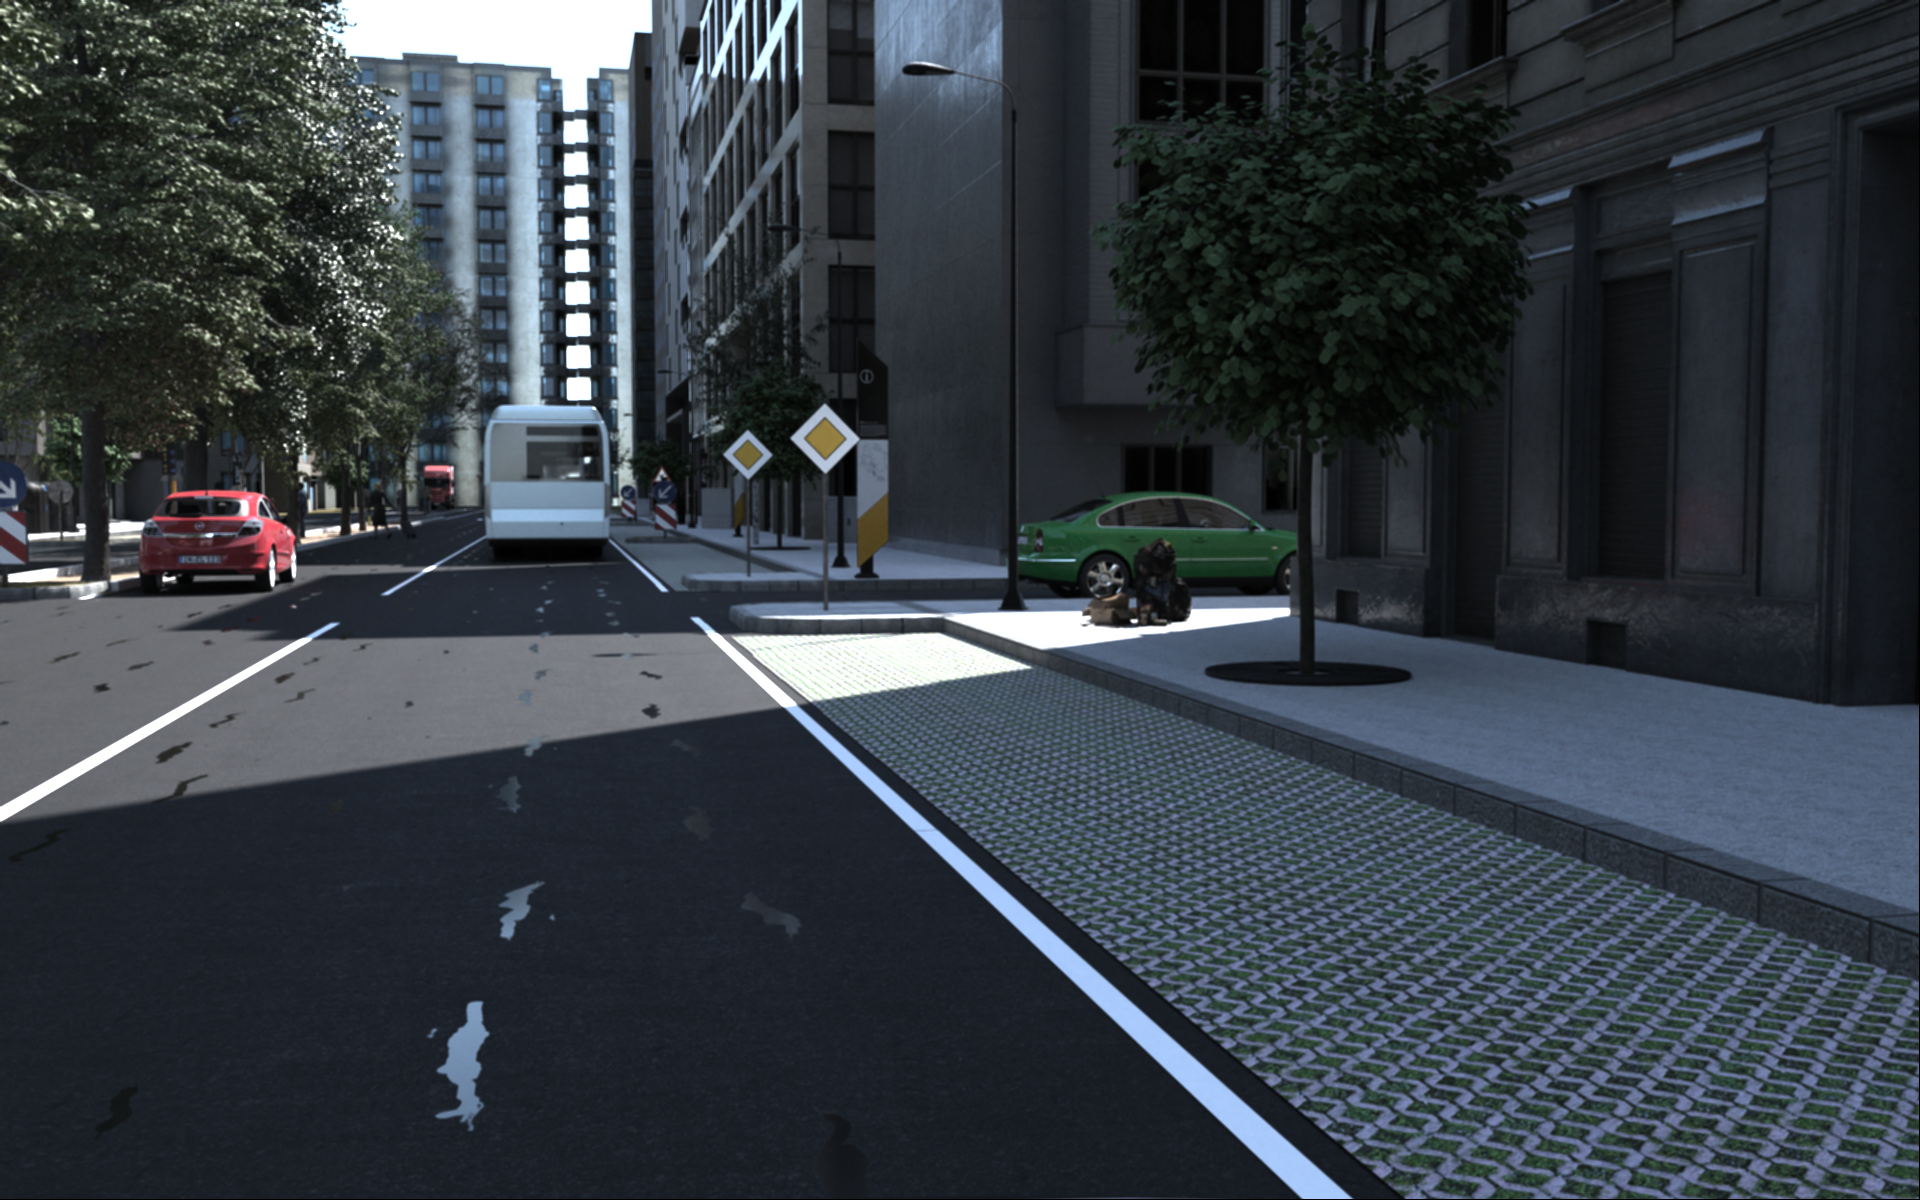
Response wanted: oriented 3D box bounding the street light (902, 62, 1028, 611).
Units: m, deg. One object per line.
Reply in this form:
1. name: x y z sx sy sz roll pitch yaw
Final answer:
1. street light: 0.062 -2.838 18.936 1.470 5.913 1.316 -1 4 -13

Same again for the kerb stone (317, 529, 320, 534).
1. kerb stone: -22.876 -2.395 61.346 0.120 0.150 1.000 -1 4 -13

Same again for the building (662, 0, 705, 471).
1. building: -6.307 -32.494 120.512 28.713 52.752 27.495 -1 4 -13

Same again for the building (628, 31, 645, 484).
1. building: -24.513 -31.633 167.318 14.600 45.320 14.200 -1 4 -13

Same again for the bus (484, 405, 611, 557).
1. bus: -10.138 -2.915 42.525 2.948 3.499 13.247 -1 4 -13

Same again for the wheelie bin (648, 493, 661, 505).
1. wheelie bin: -15.273 -4.856 87.307 0.980 1.594 0.693 -2 4 -26

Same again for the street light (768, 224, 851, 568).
1. street light: -2.618 -3.519 30.073 1.470 5.913 1.316 -1 4 -13

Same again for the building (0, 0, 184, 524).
1. building: -42.954 -18.558 75.130 14.160 30.474 14.107 -1 4 -13

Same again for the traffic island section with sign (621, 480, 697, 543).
1. traffic island section with sign: -8.812 -2.584 50.877 1.989 1.847 2.006 -1 4 -13

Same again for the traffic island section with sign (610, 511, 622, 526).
1. traffic island section with sign: -15.037 -4.231 77.801 1.989 1.847 2.006 -1 4 -13

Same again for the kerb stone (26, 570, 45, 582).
1. kerb stone: -15.243 -0.378 28.376 0.120 0.150 1.000 -1 4 -13

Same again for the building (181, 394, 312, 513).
1. building: -56.934 -16.020 106.965 27.650 21.520 28.899 -1 4 -13

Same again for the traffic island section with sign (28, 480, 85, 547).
1. traffic island section with sign: -24.617 -2.362 47.247 1.989 1.847 2.006 -1 4 -13

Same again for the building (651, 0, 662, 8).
1. building: -17.308 -29.936 139.561 14.600 45.320 14.200 -1 4 -13

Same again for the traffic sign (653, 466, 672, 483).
1. traffic sign: -13.720 -4.880 79.790 0.884 2.594 0.081 -1 4 -9

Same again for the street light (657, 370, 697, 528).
1. street light: -10.628 -5.657 65.029 1.470 5.913 1.316 -1 4 -13

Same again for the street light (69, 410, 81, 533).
1. street light: -28.810 -5.187 57.349 1.470 5.913 1.316 -1 4 -13

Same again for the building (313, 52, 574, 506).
1. building: -57.937 -34.953 191.086 30.456 49.044 23.786 -1 4 -13

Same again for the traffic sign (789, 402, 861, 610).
1. traffic sign: -1.483 -0.942 19.046 0.795 2.450 0.064 -1 4 -13

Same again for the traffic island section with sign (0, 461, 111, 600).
1. traffic island section with sign: -13.215 -0.987 24.270 2.006 1.907 1.989 -1 4 -13

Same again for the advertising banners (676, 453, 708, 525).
1. advertising banners: -11.360 -4.734 73.592 0.090 3.025 2.074 2 4 32

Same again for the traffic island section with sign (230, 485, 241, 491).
1. traffic island section with sign: -30.702 -3.973 73.589 1.989 1.847 2.006 -1 4 -13

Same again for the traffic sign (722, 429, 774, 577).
1. traffic sign: -3.281 -1.418 26.827 0.795 2.450 0.064 -1 4 -13

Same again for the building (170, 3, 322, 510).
1. building: -56.028 -29.261 128.522 14.600 45.320 14.200 -1 4 -13

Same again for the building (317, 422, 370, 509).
1. building: -69.990 -51.316 151.683 31.000 86.520 22.319 -1 4 -13

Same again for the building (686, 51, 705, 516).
1. building: -7.644 -16.768 92.172 12.078 24.808 19.932 -1 4 -13

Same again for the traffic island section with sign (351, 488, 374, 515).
1. traffic island section with sign: -42.002 -6.964 122.485 1.989 1.847 2.006 -1 4 -13

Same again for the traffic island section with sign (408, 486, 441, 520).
1. traffic island section with sign: -30.147 -5.465 97.483 2.006 1.907 1.989 -1 4 -13

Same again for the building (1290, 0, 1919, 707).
1. building: 10.053 -9.840 10.040 9.793 20.994 18.267 -1 4 -13

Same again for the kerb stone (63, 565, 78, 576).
1. kerb stone: -15.710 -0.500 30.368 0.120 0.150 1.000 -1 4 -13

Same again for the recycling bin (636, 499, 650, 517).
1. recycling bin: -17.921 -5.220 97.902 0.722 1.027 0.722 -1 4 -17

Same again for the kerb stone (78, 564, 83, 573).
1. kerb stone: -15.935 -0.560 31.365 0.120 0.150 1.000 -1 4 -13

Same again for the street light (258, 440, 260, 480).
1. street light: -36.997 -7.358 92.846 1.470 5.913 1.316 -1 4 -13

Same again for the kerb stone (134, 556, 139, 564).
1. kerb stone: -16.853 -0.804 35.361 0.120 0.150 1.000 -1 4 -13

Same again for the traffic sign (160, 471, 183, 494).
1. traffic sign: -32.564 -4.374 71.526 0.884 2.594 0.081 -1 4 -11

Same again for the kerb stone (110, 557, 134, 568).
1. kerb stone: -16.628 -0.744 34.360 0.120 0.150 1.000 -1 4 -13

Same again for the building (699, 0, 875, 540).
1. building: 1.181 -16.018 66.409 19.350 26.468 34.151 -1 4 -13

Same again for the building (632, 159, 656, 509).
1. building: -21.865 -23.349 153.463 14.160 30.474 14.107 -1 4 -13

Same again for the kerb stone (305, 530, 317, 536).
1. kerb stone: -22.636 -2.326 60.349 0.120 0.150 1.000 -1 4 -13

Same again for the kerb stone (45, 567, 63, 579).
1. kerb stone: -15.470 -0.439 29.374 0.120 0.150 1.000 -1 4 -13

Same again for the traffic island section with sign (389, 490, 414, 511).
1. traffic island section with sign: -48.334 -8.638 149.853 1.989 1.847 2.006 -1 4 -13

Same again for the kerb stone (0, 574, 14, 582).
1. kerb stone: -15.022 -0.314 27.378 0.120 0.150 1.000 -1 4 -13

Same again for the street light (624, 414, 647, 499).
1. street light: -18.748 -7.817 100.351 1.470 5.913 1.316 -1 4 -13

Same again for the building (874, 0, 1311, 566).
1. building: 14.025 -13.422 38.522 30.058 24.678 14.314 -1 4 -13

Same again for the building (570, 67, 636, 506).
1. building: -28.003 -35.303 196.808 30.456 49.044 23.786 -1 4 -13
